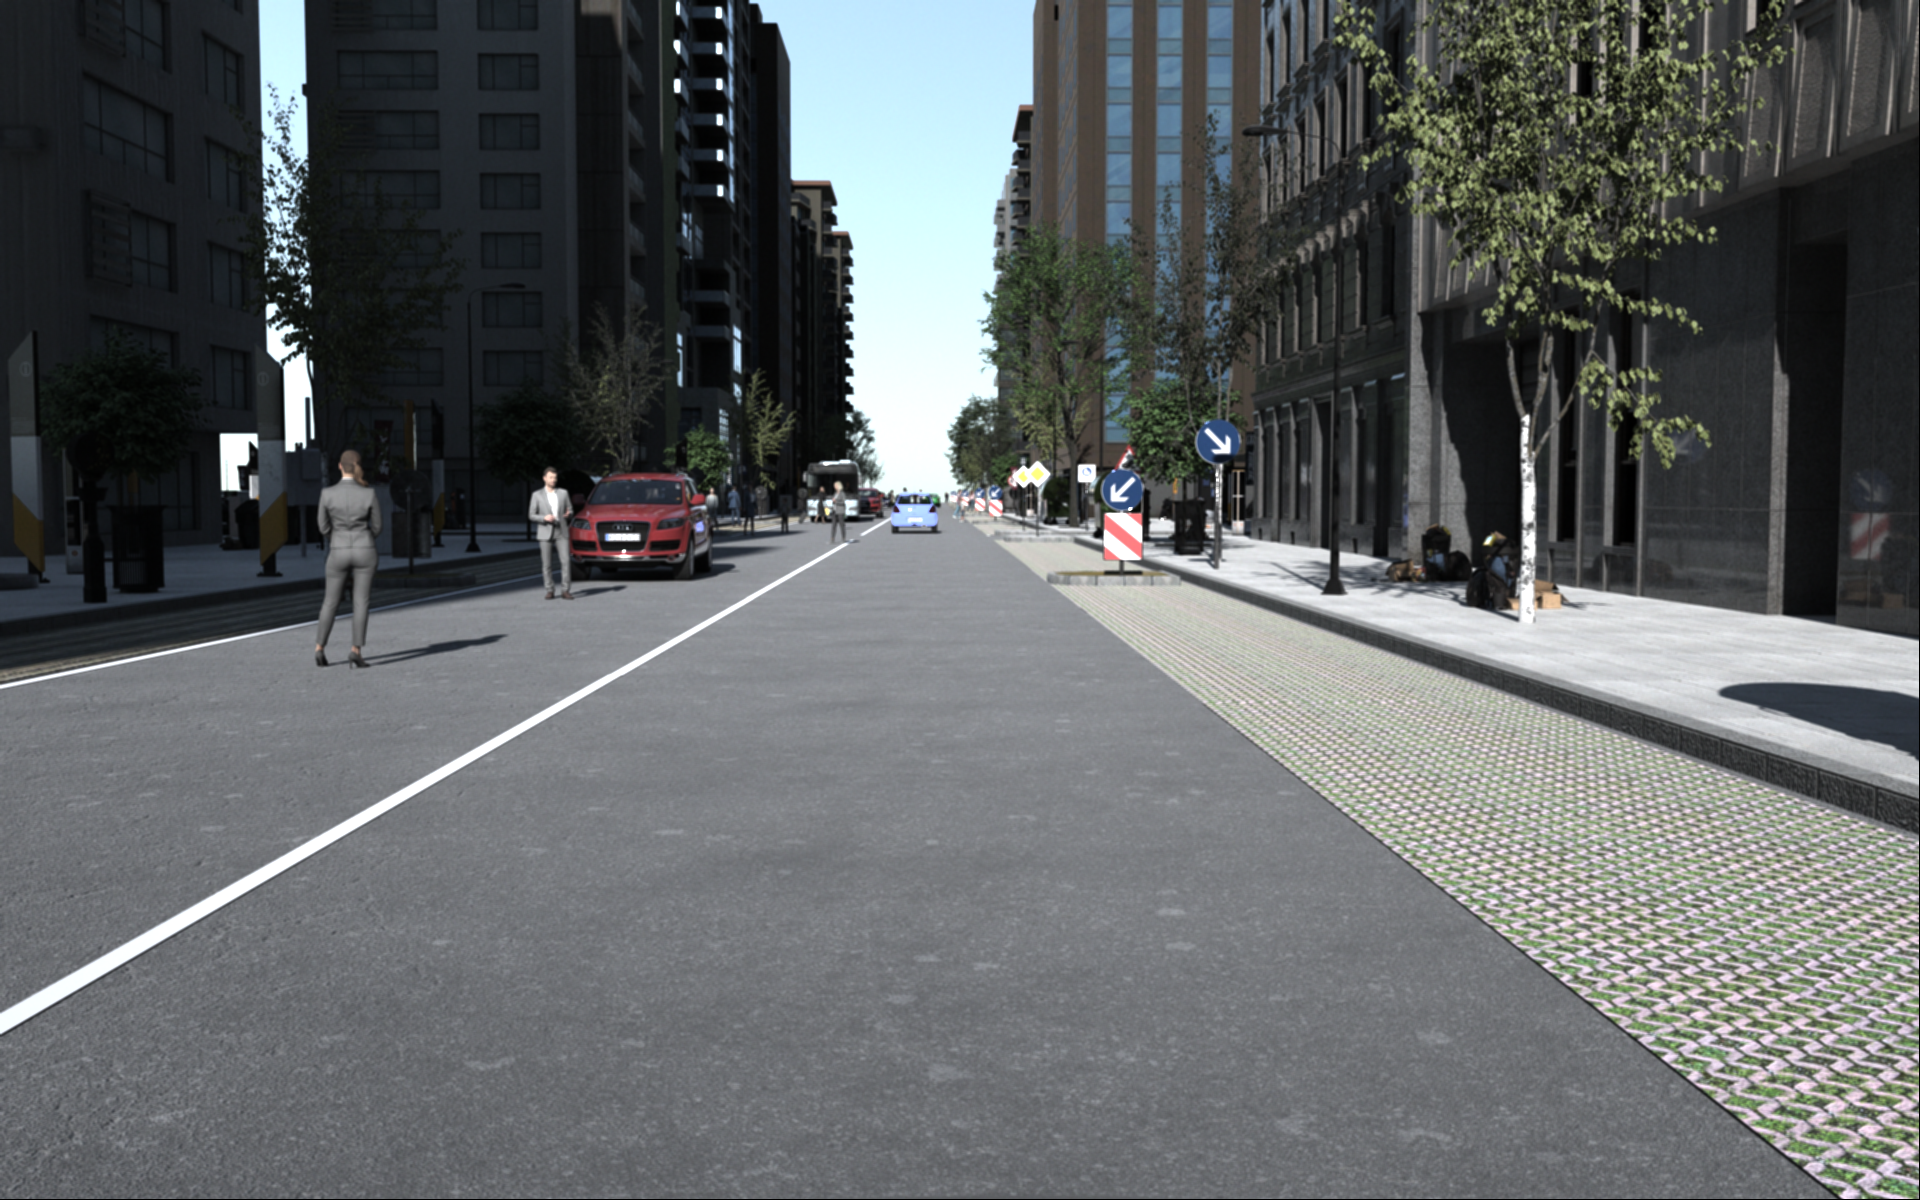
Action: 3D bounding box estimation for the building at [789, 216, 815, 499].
[{"bbox_3d":[-22.815,-24.877,178.442,14.160,30.474,14.107,0,4,-1],"label":"building"}]

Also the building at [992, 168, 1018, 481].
[{"bbox_3d":[16.217,-38.839,254.622,23.786,49.044,30.456,0,4,-1],"label":"building"}]

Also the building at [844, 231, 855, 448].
[{"bbox_3d":[-28.451,-38.214,279.426,22.147,44.769,28.867,0,4,-1],"label":"building"}]

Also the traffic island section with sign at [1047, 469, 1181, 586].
[{"bbox_3d":[2.418,-1.172,27.794,1.989,1.847,2.006,0,4,-1],"label":"traffic island section with sign"}]

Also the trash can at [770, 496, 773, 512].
[{"bbox_3d":[-13.559,-6.792,122.699,0.748,1.137,0.748,0,3,0],"label":"trash can"}]

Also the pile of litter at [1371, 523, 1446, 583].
[{"bbox_3d":[6.845,-0.713,25.617,1.719,0.858,1.176,-1,4,-10],"label":"pile of litter"}]

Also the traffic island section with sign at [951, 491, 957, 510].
[{"bbox_3d":[0.391,-9.266,160.127,1.989,1.847,2.006,0,4,-1],"label":"traffic island section with sign"}]

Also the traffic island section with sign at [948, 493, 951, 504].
[{"bbox_3d":[-0.021,-10.939,187.477,1.989,1.847,2.006,0,4,-1],"label":"traffic island section with sign"}]

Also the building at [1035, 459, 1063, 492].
[{"bbox_3d":[16.175,-41.782,121.387,20.563,71.187,20.611,0,4,-1],"label":"building"}]

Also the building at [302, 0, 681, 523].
[{"bbox_3d":[-21.194,-24.291,80.751,14.154,41.232,14.086,0,4,-1],"label":"building"}]

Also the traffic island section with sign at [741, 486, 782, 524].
[{"bbox_3d":[-9.551,-4.562,83.219,1.989,1.847,2.006,0,4,-1],"label":"traffic island section with sign"}]

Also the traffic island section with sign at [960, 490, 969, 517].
[{"bbox_3d":[1.146,-6.220,110.330,1.989,1.847,2.006,0,4,-1],"label":"traffic island section with sign"}]

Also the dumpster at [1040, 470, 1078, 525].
[{"bbox_3d":[4.106,-4.234,71.715,1.502,2.255,1.985,0,4,-1],"label":"dumpster"}]

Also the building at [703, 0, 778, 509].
[{"bbox_3d":[-26.032,-43.205,144.661,20.563,71.187,20.611,0,4,-1],"label":"building"}]

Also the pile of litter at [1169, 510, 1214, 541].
[{"bbox_3d":[6.467,-2.105,48.389,1.176,0.858,1.719,0,4,-6],"label":"pile of litter"}]

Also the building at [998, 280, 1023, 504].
[{"bbox_3d":[12.021,-28.175,232.358,14.160,30.474,14.107,0,4,-1],"label":"building"}]

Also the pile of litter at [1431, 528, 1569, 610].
[{"bbox_3d":[6.430,-0.356,19.787,1.719,0.858,1.176,-3,5,-39],"label":"pile of litter"}]

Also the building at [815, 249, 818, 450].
[{"bbox_3d":[-23.335,-25.738,192.517,14.160,30.474,14.107,0,4,-1],"label":"building"}]

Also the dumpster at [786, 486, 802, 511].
[{"bbox_3d":[-12.344,-7.533,128.914,1.264,1.857,1.865,0,4,-1],"label":"dumpster"}]

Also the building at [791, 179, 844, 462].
[{"bbox_3d":[-27.994,-35.533,235.584,22.147,44.769,28.867,0,4,-1],"label":"building"}]

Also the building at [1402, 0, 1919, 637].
[{"bbox_3d":[14.122,-12.393,20.650,12.078,24.808,19.932,0,4,-1],"label":"building"}]

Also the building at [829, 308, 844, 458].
[{"bbox_3d":[-24.637,-29.766,258.368,14.160,30.474,14.107,0,4,-1],"label":"building"}]

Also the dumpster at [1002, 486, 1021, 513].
[{"bbox_3d":[3.473,-6.813,117.158,1.264,1.857,1.865,0,4,-1],"label":"dumpster"}]

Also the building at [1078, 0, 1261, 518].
[{"bbox_3d":[12.872,-27.318,96.766,14.600,45.320,14.200,0,4,-1],"label":"building"}]

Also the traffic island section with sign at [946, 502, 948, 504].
[{"bbox_3d":[-0.856,-14.304,242.494,1.989,1.847,2.006,0,4,-1],"label":"traffic island section with sign"}]

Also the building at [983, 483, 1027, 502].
[{"bbox_3d":[19.889,-36.139,282.751,32.217,40.220,23.993,0,4,-1],"label":"building"}]

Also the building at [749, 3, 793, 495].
[{"bbox_3d":[-23.342,-31.368,162.979,14.600,45.320,14.200,0,4,-1],"label":"building"}]

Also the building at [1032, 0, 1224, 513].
[{"bbox_3d":[13.434,-30.350,146.325,14.600,45.320,14.200,0,4,-1],"label":"building"}]

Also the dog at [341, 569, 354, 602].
[{"bbox_3d":[-8.165,-0.232,23.075,0.540,0.507,0.406,2,4,25],"label":"dog"}]

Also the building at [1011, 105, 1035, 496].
[{"bbox_3d":[17.001,-32.947,193.306,22.147,44.769,28.867,0,4,-1],"label":"building"}]

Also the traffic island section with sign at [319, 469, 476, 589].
[{"bbox_3d":[-8.693,-1.126,27.044,1.989,1.847,2.006,0,4,-1],"label":"traffic island section with sign"}]

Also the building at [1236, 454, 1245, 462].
[{"bbox_3d":[26.689,-25.553,72.409,28.867,44.769,22.147,0,4,-1],"label":"building"}]

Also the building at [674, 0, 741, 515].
[{"bbox_3d":[-26.006,-49.226,117.523,22.319,86.520,31.000,0,4,-1],"label":"building"}]

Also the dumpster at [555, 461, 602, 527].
[{"bbox_3d":[-11.141,-2.937,50.509,1.502,2.255,1.985,0,4,-1],"label":"dumpster"}]

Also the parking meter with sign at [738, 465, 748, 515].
[{"bbox_3d":[-12.999,-6.597,104.127,0.543,3.016,1.738,-1,4,-13],"label":"parking meter with sign"}]

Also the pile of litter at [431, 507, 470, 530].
[{"bbox_3d":[-18.325,-2.949,62.175,1.719,0.858,1.176,3,4,38],"label":"pile of litter"}]

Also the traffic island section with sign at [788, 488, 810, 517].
[{"bbox_3d":[-9.973,-6.211,110.171,1.989,1.847,2.006,0,4,-1],"label":"traffic island section with sign"}]

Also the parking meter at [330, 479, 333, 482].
[{"bbox_3d":[-25.059,-3.861,68.838,0.255,1.863,0.399,-2,4,-29],"label":"parking meter"}]

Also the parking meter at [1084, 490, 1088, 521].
[{"bbox_3d":[6.020,-4.608,83.756,0.372,1.533,0.369,0,3,0],"label":"parking meter"}]

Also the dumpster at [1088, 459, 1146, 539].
[{"bbox_3d":[4.453,-2.847,49.043,1.502,2.255,1.985,0,4,-1],"label":"dumpster"}]

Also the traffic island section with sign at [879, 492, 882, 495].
[{"bbox_3d":[-12.398,-15.977,269.854,1.989,1.847,2.006,0,4,-1],"label":"traffic island section with sign"}]

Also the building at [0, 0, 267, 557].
[{"bbox_3d":[-25.171,-21.841,40.700,14.086,41.232,14.154,0,4,-1],"label":"building"}]

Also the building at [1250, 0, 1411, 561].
[{"bbox_3d":[13.098,-11.661,39.816,9.793,20.994,18.267,0,4,-1],"label":"building"}]

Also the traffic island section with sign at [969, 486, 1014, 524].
[{"bbox_3d":[1.571,-4.543,82.904,1.989,1.847,2.006,0,4,-1],"label":"traffic island section with sign"}]

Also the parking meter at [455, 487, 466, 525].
[{"bbox_3d":[-18.684,-3.447,64.775,0.372,1.533,0.369,0,3,0],"label":"parking meter"}]
